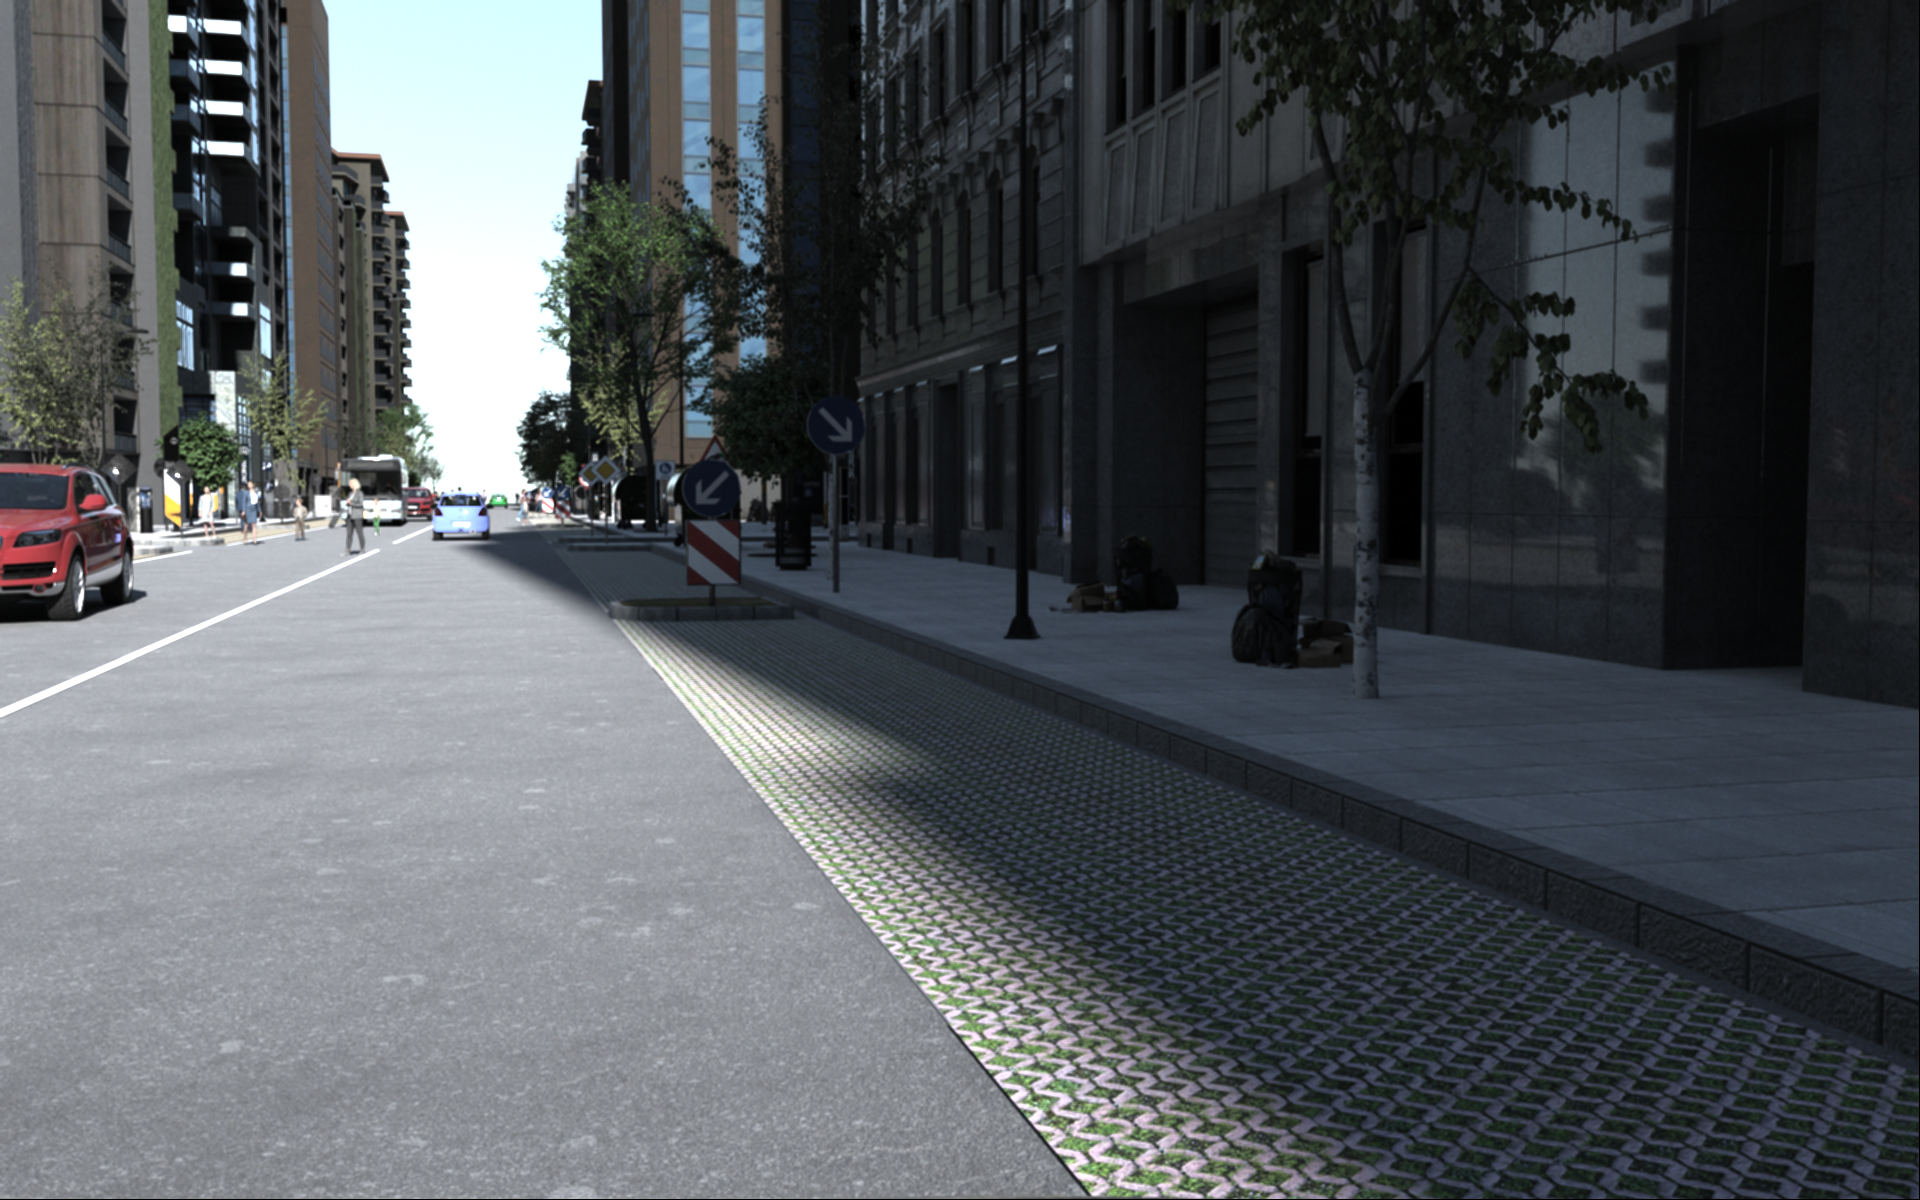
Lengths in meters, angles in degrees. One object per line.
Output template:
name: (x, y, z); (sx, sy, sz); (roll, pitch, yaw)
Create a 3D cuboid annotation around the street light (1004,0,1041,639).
street light: (0.029, -2.605, 15.133); (1.470, 5.913, 1.316); (-1, 4, -15)

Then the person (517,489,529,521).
person: (-23.376, -5.088, 92.529); (0.643, 1.720, 0.563); (-1, 4, -8)

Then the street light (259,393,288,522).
street light: (-31.400, -6.525, 79.228); (1.470, 5.913, 1.316); (-1, 4, -15)

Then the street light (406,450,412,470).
street light: (-58.346, -12.817, 182.094); (1.470, 5.913, 1.316); (-1, 4, -15)

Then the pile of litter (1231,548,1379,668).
pile of litter: (2.707, 0.028, 13.511); (1.176, 0.858, 1.719); (3, 4, 37)

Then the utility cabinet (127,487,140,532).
utility cabinet: (-27.839, -3.053, 58.600); (0.318, 1.500, 1.173); (-3, 5, -39)

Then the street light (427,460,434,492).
street light: (-71.855, -15.998, 234.101); (1.470, 5.913, 1.316); (-1, 4, -15)

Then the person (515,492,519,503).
person: (-68.140, -15.727, 266.454); (0.721, 1.723, 1.217); (1, 4, 11)

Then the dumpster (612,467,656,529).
dumpster: (-11.919, -3.725, 63.401); (1.502, 2.255, 1.985); (-1, 4, -15)

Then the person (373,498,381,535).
person: (-20.395, -2.927, 60.611); (0.306, 1.304, 0.590); (0, 4, 2)

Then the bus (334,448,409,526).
bus: (-27.244, -5.257, 80.818); (2.948, 3.499, 13.247); (-1, 4, -16)

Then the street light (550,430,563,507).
street light: (-28.697, -9.325, 125.004); (1.470, 5.913, 1.316); (-1, 4, -15)

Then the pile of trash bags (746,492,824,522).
pile of trash bags: (-8.240, -4.302, 80.083); (3.447, 1.369, 1.912); (1, 4, 22)

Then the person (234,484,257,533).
person: (-26.136, -3.340, 63.292); (0.721, 1.800, 0.419); (0, 4, 3)

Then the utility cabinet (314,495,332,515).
utility cabinet: (-38.928, -5.786, 105.766); (1.020, 1.237, 0.306); (-3, 5, -44)

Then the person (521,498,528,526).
person: (-19.734, -3.997, 78.538); (0.352, 1.250, 0.332); (0, 4, 8)

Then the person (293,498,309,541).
person: (-20.273, -2.476, 53.249); (0.475, 1.303, 0.640); (-1, 4, -11)

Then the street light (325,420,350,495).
street light: (-39.105, -8.317, 108.518); (1.470, 5.913, 1.316); (-1, 4, -15)

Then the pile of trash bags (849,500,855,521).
pile of trash bags: (-5.803, -4.468, 82.803); (1.912, 1.369, 3.447); (-3, 5, -40)

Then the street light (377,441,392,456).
street light: (-50.557, -10.987, 152.182); (1.470, 5.913, 1.316); (-1, 4, -15)

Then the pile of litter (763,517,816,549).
pile of litter: (-4.064, -1.672, 41.303); (1.176, 0.858, 1.719); (-1, 4, -20)

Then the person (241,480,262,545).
person: (-20.048, -2.473, 48.965); (0.581, 1.822, 0.654); (-3, 4, -37)

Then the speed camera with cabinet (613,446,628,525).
speed camera with cabinet: (-14.011, -4.719, 71.493); (0.660, 3.252, 2.038); (-1, 4, -10)

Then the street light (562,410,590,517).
street light: (-20.942, -7.512, 95.365); (1.470, 5.913, 1.316); (-1, 4, -15)

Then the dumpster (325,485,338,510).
dumpster: (-41.508, -6.685, 115.062); (1.264, 1.857, 1.865); (-1, 4, -14)

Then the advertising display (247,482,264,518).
advertising display: (-37.536, -5.325, 92.285); (0.123, 1.923, 0.974); (2, 4, 26)

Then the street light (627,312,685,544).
street light: (-7.708, -4.404, 44.542); (1.470, 5.913, 1.316); (-1, 4, -15)

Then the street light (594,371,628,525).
street light: (-12.990, -5.654, 64.991); (1.470, 5.913, 1.316); (-1, 4, -15)

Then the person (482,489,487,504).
person: (-39.437, -8.290, 143.901); (0.599, 1.838, 0.709); (-1, 4, -13)

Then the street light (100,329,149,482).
street light: (-23.492, -4.659, 48.713); (1.470, 5.913, 1.316); (-1, 4, -15)

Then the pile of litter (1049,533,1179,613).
pile of litter: (1.722, -0.325, 19.272); (1.719, 0.858, 1.176); (-2, 4, -23)

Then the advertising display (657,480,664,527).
advertising display: (-11.619, -3.788, 67.146); (0.123, 1.923, 0.974); (0, 4, -1)

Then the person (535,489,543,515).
person: (-28.387, -6.575, 116.599); (0.593, 1.750, 0.643); (-3, 4, -36)

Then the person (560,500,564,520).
person: (-21.805, -4.998, 94.885); (0.362, 1.253, 0.373); (3, 5, 41)

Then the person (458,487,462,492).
person: (-25.068, -4.793, 87.055); (0.721, 1.800, 0.419); (-2, 4, -27)

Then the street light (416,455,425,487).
street light: (-63.993, -14.158, 204.019); (1.470, 5.913, 1.316); (-1, 4, -15)

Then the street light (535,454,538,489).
street light: (-47.904, -13.833, 198.717); (1.470, 5.913, 1.316); (-1, 4, -15)

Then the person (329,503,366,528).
person: (-25.773, -3.922, 72.841); (1.509, 1.804, 0.699); (-2, 4, -27)

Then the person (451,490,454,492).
person: (-44.298, -8.735, 151.313); (0.705, 1.824, 1.348); (-2, 4, -28)

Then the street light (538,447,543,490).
street light: (-40.272, -12.041, 169.409); (1.470, 5.913, 1.316); (-1, 4, -15)

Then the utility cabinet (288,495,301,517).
utility cabinet: (-36.520, -5.136, 95.132); (1.020, 1.237, 0.306); (3, 5, 44)

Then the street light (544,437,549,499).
street light: (-32.690, -10.248, 140.087); (1.470, 5.913, 1.316); (-1, 4, -15)

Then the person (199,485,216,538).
person: (-23.361, -2.707, 53.767); (0.512, 1.701, 0.522); (-1, 4, -14)

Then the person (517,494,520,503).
person: (-70.988, -16.444, 278.279); (0.530, 1.710, 0.541); (-3, 5, -43)

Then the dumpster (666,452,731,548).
dumpster: (-6.186, -2.383, 41.459); (1.502, 2.255, 1.985); (-1, 4, -15)

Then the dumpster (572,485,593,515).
dumpster: (-23.346, -6.216, 107.393); (1.264, 1.857, 1.865); (-1, 4, -15)

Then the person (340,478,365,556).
person: (-14.099, -1.933, 40.286); (0.537, 1.800, 0.526); (3, 5, 40)

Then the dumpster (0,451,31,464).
dumpster: (-21.682, -2.244, 39.186); (1.502, 2.255, 1.985); (-1, 4, -15)
